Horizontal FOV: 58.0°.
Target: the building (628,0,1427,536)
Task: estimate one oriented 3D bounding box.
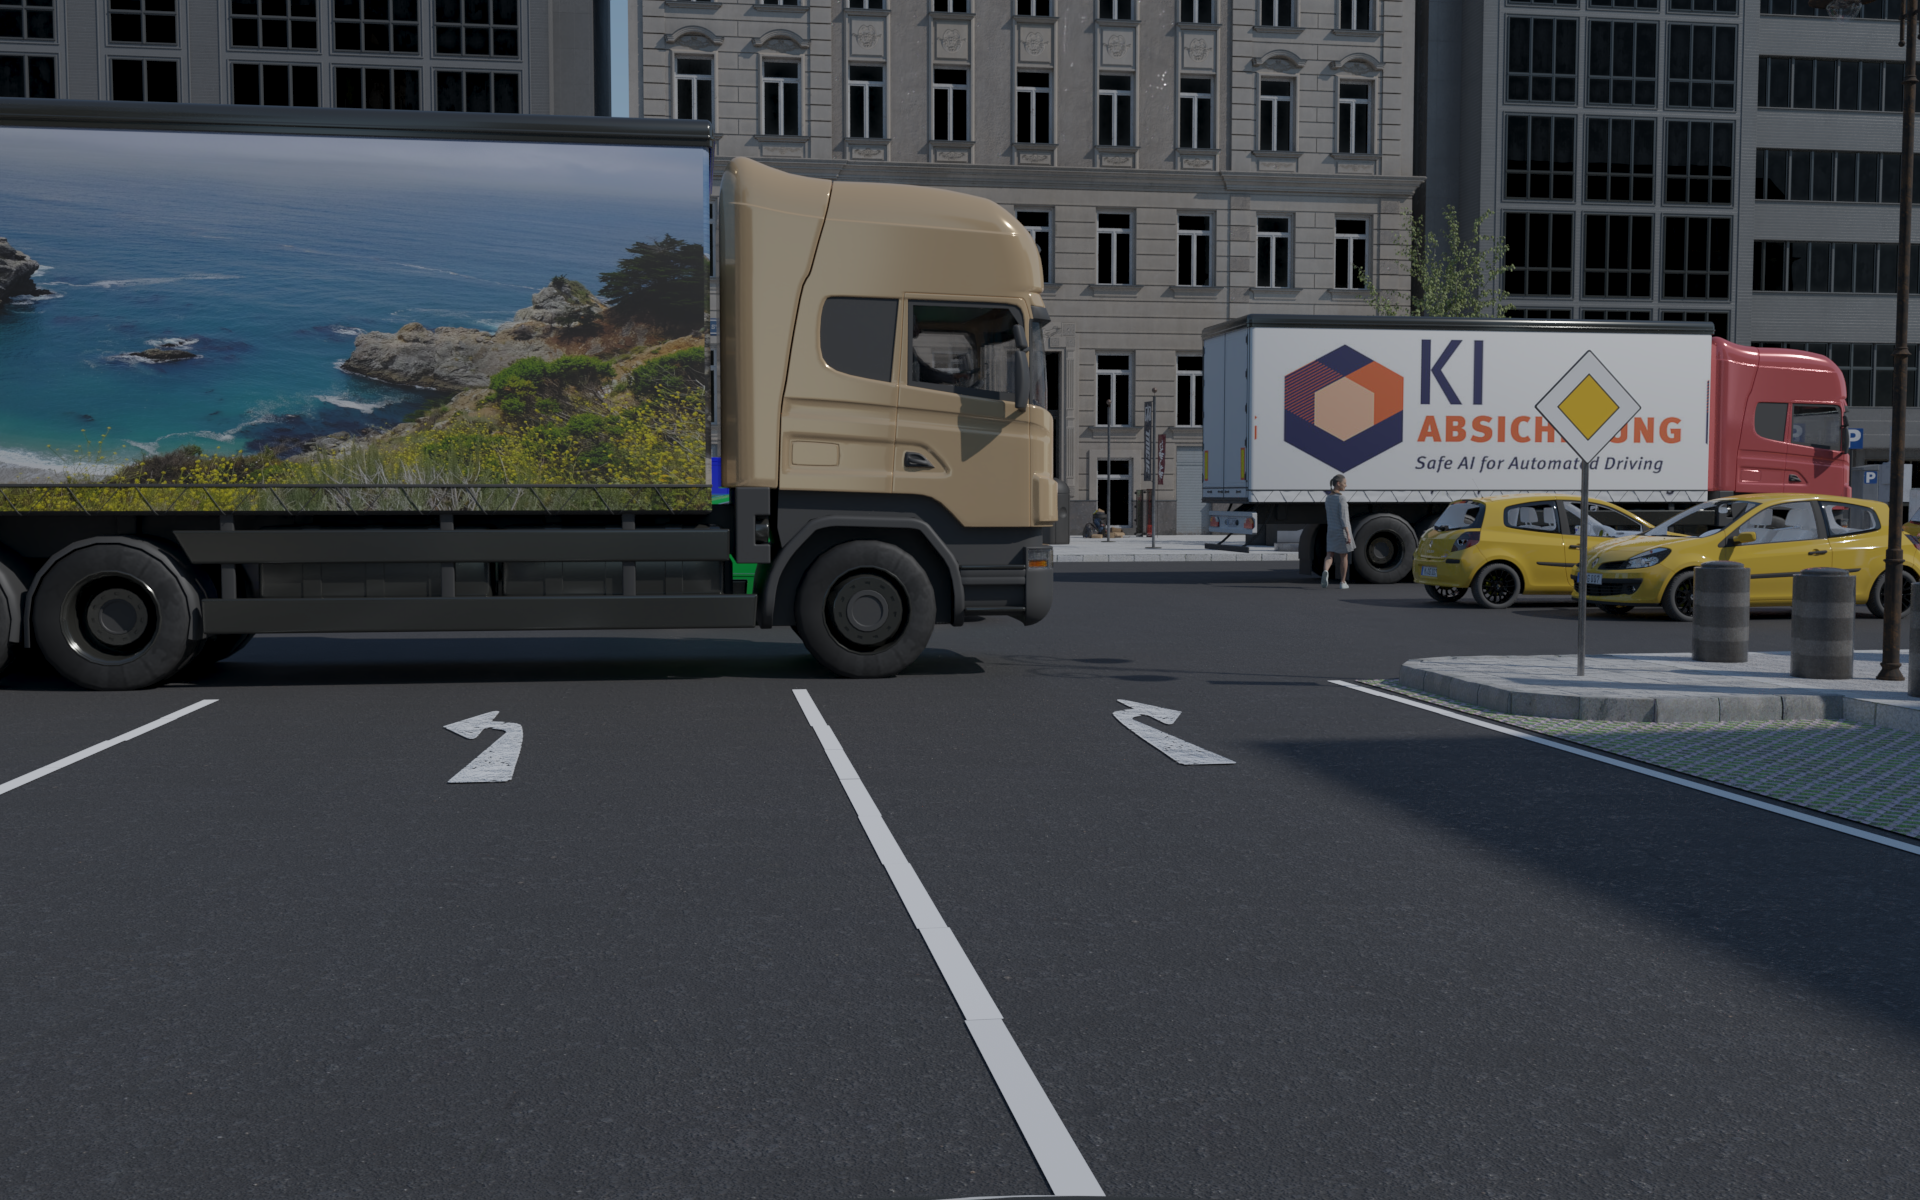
[{"bbox_3d":[1.406,-15.935,57.796,25.104,27.353,12.463,-1,4,-9],"label":"building"}]

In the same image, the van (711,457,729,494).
[{"bbox_3d":[-4.903,-1.490,28.746,5.245,2.365,2.240,-1,4,-9],"label":"van"}]

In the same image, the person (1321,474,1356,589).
[{"bbox_3d":[5.694,-1.032,26.121,0.466,1.731,0.760,2,4,30],"label":"person"}]

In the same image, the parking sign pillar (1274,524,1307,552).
[{"bbox_3d":[7.800,-3.081,38.854,1.447,3.967,1.447,1,4,13],"label":"parking sign pillar"}]

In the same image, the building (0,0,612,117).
[{"bbox_3d":[-23.274,-15.932,54.003,24.014,27.812,14.314,-1,4,-9],"label":"building"}]

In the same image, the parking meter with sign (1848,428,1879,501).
[{"bbox_3d":[23.538,-2.987,45.095,0.543,3.016,1.738,0,4,5],"label":"parking meter with sign"}]

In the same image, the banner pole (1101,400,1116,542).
[{"bbox_3d":[3.984,-3.441,46.285,0.401,3.779,0.863,0,4,7],"label":"banner pole"}]

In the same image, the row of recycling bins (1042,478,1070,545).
[{"bbox_3d":[2.069,-2.343,45.419,1.069,1.692,3.534,-1,4,-11],"label":"row of recycling bins"}]

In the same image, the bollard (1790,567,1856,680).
[{"bbox_3d":[6.046,0.158,12.133,0.404,0.777,0.398,0,3,0],"label":"bollard"}]

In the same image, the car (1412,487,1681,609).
[{"bbox_3d":[7.967,-0.753,22.533,3.980,1.641,2.015,0,4,-8],"label":"car"}]

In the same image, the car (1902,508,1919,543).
[{"bbox_3d":[16.455,-1.001,26.594,3.980,1.641,2.015,-1,4,-9],"label":"car"}]

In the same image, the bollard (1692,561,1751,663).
[{"bbox_3d":[5.854,0.085,13.323,0.404,0.777,0.398,0,3,0],"label":"bollard"}]

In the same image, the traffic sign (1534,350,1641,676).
[{"bbox_3d":[4.380,-0.521,12.164,0.795,2.450,0.064,-1,4,-9],"label":"traffic sign"}]

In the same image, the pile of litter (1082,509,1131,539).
[{"bbox_3d":[4.290,-2.243,50.638,1.719,0.858,1.176,-2,4,-27],"label":"pile of litter"}]

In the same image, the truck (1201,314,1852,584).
[{"bbox_3d":[9.800,-2.452,29.010,11.283,4.237,2.839,-1,4,-9],"label":"truck"}]

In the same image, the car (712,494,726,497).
[{"bbox_3d":[-4.120,-0.830,25.362,4.920,1.459,2.131,-1,4,-10],"label":"car"}]

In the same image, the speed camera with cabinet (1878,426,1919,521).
[{"bbox_3d":[27.611,-3.407,50.048,0.660,3.252,2.038,-1,4,-21],"label":"speed camera with cabinet"}]

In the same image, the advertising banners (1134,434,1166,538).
[{"bbox_3d":[5.624,-3.365,51.205,0.090,3.025,2.074,-1,4,-19],"label":"advertising banners"}]

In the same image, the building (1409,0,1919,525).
[{"bbox_3d":[28.776,-14.915,62.919,30.058,24.678,14.314,-1,4,-9],"label":"building"}]

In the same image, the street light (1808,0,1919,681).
[{"bbox_3d":[6.428,-2.385,11.787,0.468,5.910,1.993,-1,4,-9],"label":"street light"}]

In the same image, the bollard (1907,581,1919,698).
[{"bbox_3d":[6.225,0.231,10.942,0.404,0.777,0.398,0,3,0],"label":"bollard"}]

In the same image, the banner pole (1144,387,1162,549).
[{"bbox_3d":[4.505,-3.119,41.010,0.401,3.779,0.863,-1,4,-16],"label":"banner pole"}]

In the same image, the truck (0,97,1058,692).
[{"bbox_3d":[-4.264,-1.527,13.877,11.283,4.237,2.839,-1,4,-9],"label":"truck"}]

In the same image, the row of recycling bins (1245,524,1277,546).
[{"bbox_3d":[8.265,-2.151,42.288,1.069,1.692,3.534,-2,4,-31],"label":"row of recycling bins"}]

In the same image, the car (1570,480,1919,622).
[{"bbox_3d":[9.216,-0.620,20.359,3.980,1.641,2.015,-1,4,-10],"label":"car"}]

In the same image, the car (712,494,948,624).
[{"bbox_3d":[-1.754,-0.659,19.571,4.718,1.807,1.959,-1,4,-11],"label":"car"}]

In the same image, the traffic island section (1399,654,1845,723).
[{"bbox_3d":[4.402,0.614,12.244,2.009,0.180,2.903,-1,4,-9],"label":"traffic island section"}]

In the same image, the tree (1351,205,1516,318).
[{"bbox_3d":[11.991,-5.687,43.346,4.737,8.622,4.395,0,3,0],"label":"tree"}]
